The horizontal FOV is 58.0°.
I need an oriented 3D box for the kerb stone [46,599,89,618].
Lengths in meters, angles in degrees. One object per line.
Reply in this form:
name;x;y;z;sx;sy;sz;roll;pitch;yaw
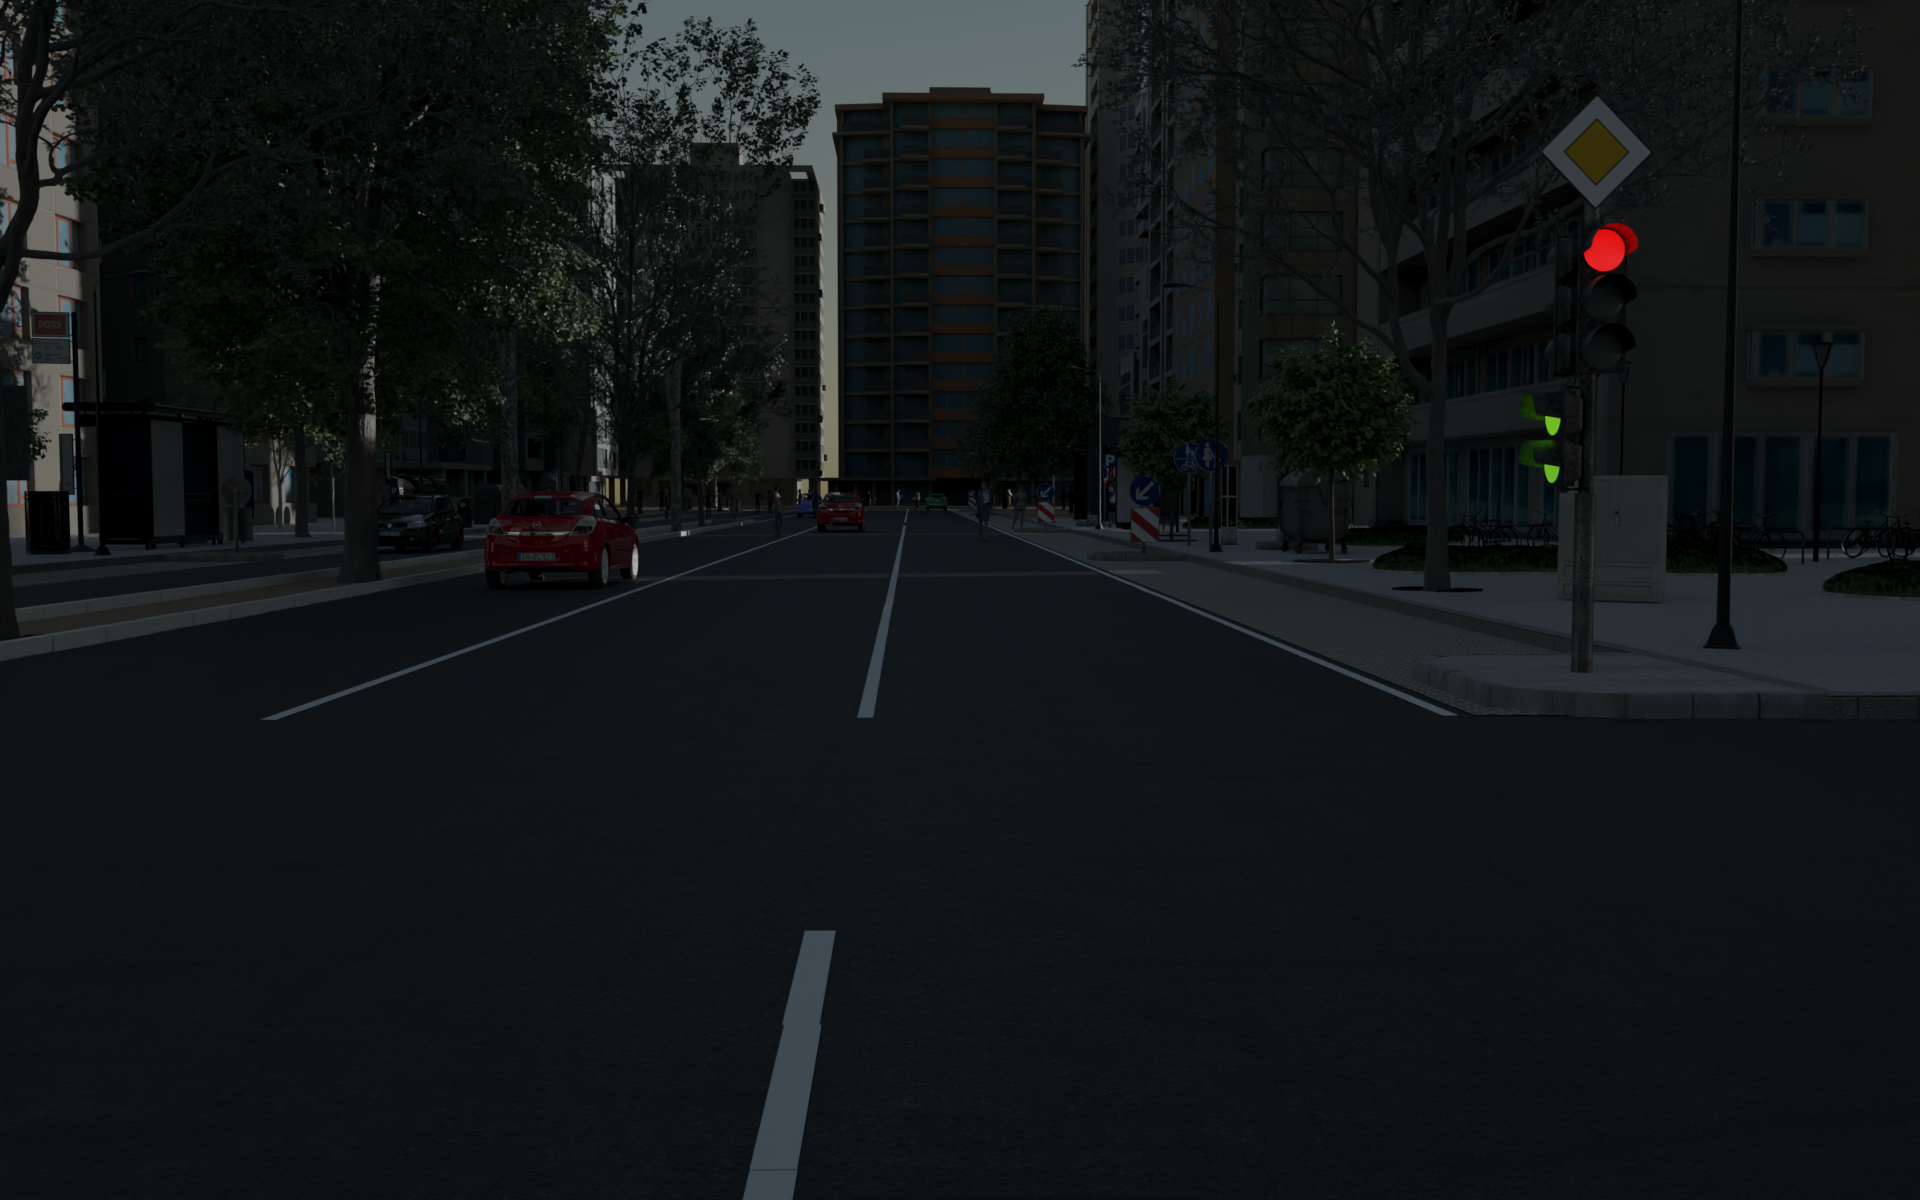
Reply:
kerb stone;-10.530;0.118;20.274;0.120;0.150;1.000;0;4;-2

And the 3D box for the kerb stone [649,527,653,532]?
kerb stone;-11.810;-2.639;65.335;0.120;0.150;1.000;0;4;-2

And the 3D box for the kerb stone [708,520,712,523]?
kerb stone;-12.354;-3.827;84.798;0.120;0.150;1.000;0;4;-2

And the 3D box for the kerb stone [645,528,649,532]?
kerb stone;-11.778;-2.576;64.310;0.120;0.150;1.000;0;4;-2

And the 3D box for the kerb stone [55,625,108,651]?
kerb stone;-8.308;0.364;16.248;0.120;0.150;1.000;0;4;-2

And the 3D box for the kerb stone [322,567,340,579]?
kerb stone;-10.793;-0.444;29.491;0.120;0.150;1.000;0;4;-2

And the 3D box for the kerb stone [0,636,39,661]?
kerb stone;-8.289;0.427;15.218;0.120;0.150;1.000;0;4;-2

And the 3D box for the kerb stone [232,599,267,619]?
kerb stone;-8.421;0.113;20.351;0.120;0.150;1.000;0;4;-2

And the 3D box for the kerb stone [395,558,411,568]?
kerb stone;-10.903;-0.693;33.581;0.120;0.150;1.000;0;4;-2

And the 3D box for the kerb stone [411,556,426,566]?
kerb stone;-10.932;-0.758;34.604;0.120;0.150;1.000;0;4;-2

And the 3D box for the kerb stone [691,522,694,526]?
kerb stone;-12.152;-3.389;77.639;0.120;0.150;1.000;0;4;-2

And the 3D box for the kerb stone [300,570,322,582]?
kerb stone;-10.757;-0.379;28.465;0.120;0.150;1.000;0;4;-2

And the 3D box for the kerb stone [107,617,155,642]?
kerb stone;-8.338;0.303;17.271;0.120;0.150;1.000;0;4;-2

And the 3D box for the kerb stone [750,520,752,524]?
kerb stone;-10.204;-3.713;82.954;0.120;0.150;1.000;0;4;-2

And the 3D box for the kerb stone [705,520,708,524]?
kerb stone;-12.302;-3.694;82.751;0.120;0.150;1.000;0;4;-2

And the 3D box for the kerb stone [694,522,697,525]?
kerb stone;-12.177;-3.454;78.661;0.120;0.150;1.000;0;4;-2

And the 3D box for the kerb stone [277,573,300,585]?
kerb stone;-10.735;-0.321;27.442;0.120;0.150;1.000;0;4;-2

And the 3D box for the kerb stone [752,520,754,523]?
kerb stone;-10.231;-3.779;83.976;0.120;0.150;1.000;0;4;-2

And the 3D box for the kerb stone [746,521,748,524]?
kerb stone;-10.141;-3.590;80.896;0.120;0.150;1.000;0;4;-2

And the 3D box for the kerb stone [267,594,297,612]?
kerb stone;-8.464;0.056;21.390;0.120;0.150;1.000;0;4;-2

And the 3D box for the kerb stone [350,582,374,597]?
kerb stone;-8.542;-0.138;24.483;0.120;0.150;1.000;0;4;-2

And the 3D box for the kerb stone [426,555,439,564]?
kerb stone;-10.963;-0.822;35.637;0.120;0.150;1.000;0;4;-2

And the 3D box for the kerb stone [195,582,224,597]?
kerb stone;-10.644;-0.133;24.365;0.120;0.150;1.000;0;4;-2

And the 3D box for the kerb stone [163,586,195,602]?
kerb stone;-10.613;-0.070;23.343;0.120;0.150;1.000;0;4;-2

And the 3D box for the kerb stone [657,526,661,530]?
kerb stone;-11.869;-2.764;67.385;0.120;0.150;1.000;0;4;-2

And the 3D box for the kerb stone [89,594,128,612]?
kerb stone;-10.556;0.055;21.296;0.120;0.150;1.000;0;4;-2

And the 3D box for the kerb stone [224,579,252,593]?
kerb stone;-10.666;-0.196;25.395;0.120;0.150;1.000;0;4;-2

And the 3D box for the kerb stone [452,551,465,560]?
kerb stone;-11.020;-0.946;37.684;0.120;0.150;1.000;0;4;-2

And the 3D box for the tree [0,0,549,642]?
tree;-9.363;-6.334;16.389;12.009;13.543;11.850;0;3;0

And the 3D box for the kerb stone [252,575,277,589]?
kerb stone;-10.703;-0.258;26.421;0.120;0.150;1.000;0;4;-2

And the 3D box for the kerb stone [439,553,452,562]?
kerb stone;-10.992;-0.885;36.662;0.120;0.150;1.000;0;4;-2

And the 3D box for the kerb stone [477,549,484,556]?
kerb stone;-11.081;-1.072;39.728;0.120;0.150;1.000;0;4;-2

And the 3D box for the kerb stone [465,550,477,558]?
kerb stone;-11.041;-1.010;38.706;0.120;0.150;1.000;0;4;-2

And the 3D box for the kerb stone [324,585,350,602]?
kerb stone;-8.519;-0.077;23.447;0.120;0.150;1.000;0;4;-2

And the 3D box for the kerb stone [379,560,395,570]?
kerb stone;-10.879;-0.634;32.558;0.120;0.150;1.000;0;4;-2

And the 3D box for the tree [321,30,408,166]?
tree;-11.252;-11.039;38.838;12.611;20.169;13.585;0;3;0

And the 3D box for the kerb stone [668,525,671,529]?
kerb stone;-11.948;-2.945;70.462;0.120;0.150;1.000;0;4;-2

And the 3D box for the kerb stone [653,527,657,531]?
kerb stone;-11.833;-2.700;66.362;0.120;0.150;1.000;0;4;-2

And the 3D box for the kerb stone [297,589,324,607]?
kerb stone;-8.489;-0.012;22.412;0.120;0.150;1.000;0;4;-2

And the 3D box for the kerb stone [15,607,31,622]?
kerb stone;-10.498;0.180;19.252;0.120;0.150;1.000;0;4;-2

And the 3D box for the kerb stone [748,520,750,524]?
kerb stone;-10.173;-3.651;81.929;0.120;0.150;1.000;0;4;-2

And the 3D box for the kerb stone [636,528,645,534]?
kerb stone;-11.741;-2.513;63.287;0.120;0.150;1.000;0;4;-2

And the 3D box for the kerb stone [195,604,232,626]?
kerb stone;-8.401;0.176;19.314;0.120;0.150;1.000;0;4;-2

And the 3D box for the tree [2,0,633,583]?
tree;-9.743;-7.256;27.753;9.857;13.997;8.962;0;3;0

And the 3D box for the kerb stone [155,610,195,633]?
kerb stone;-8.375;0.239;18.292;0.120;0.150;1.000;0;4;-2

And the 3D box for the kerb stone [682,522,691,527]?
kerb stone;-12.130;-3.325;76.617;0.120;0.150;1.000;0;4;-2

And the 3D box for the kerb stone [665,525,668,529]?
kerb stone;-11.922;-2.887;69.434;0.120;0.150;1.000;0;4;-2

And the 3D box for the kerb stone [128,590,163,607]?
kerb stone;-10.584;-0.008;22.319;0.120;0.150;1.000;0;4;-2

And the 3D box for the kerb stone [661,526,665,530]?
kerb stone;-11.894;-2.827;68.412;0.120;0.150;1.000;0;4;-2
